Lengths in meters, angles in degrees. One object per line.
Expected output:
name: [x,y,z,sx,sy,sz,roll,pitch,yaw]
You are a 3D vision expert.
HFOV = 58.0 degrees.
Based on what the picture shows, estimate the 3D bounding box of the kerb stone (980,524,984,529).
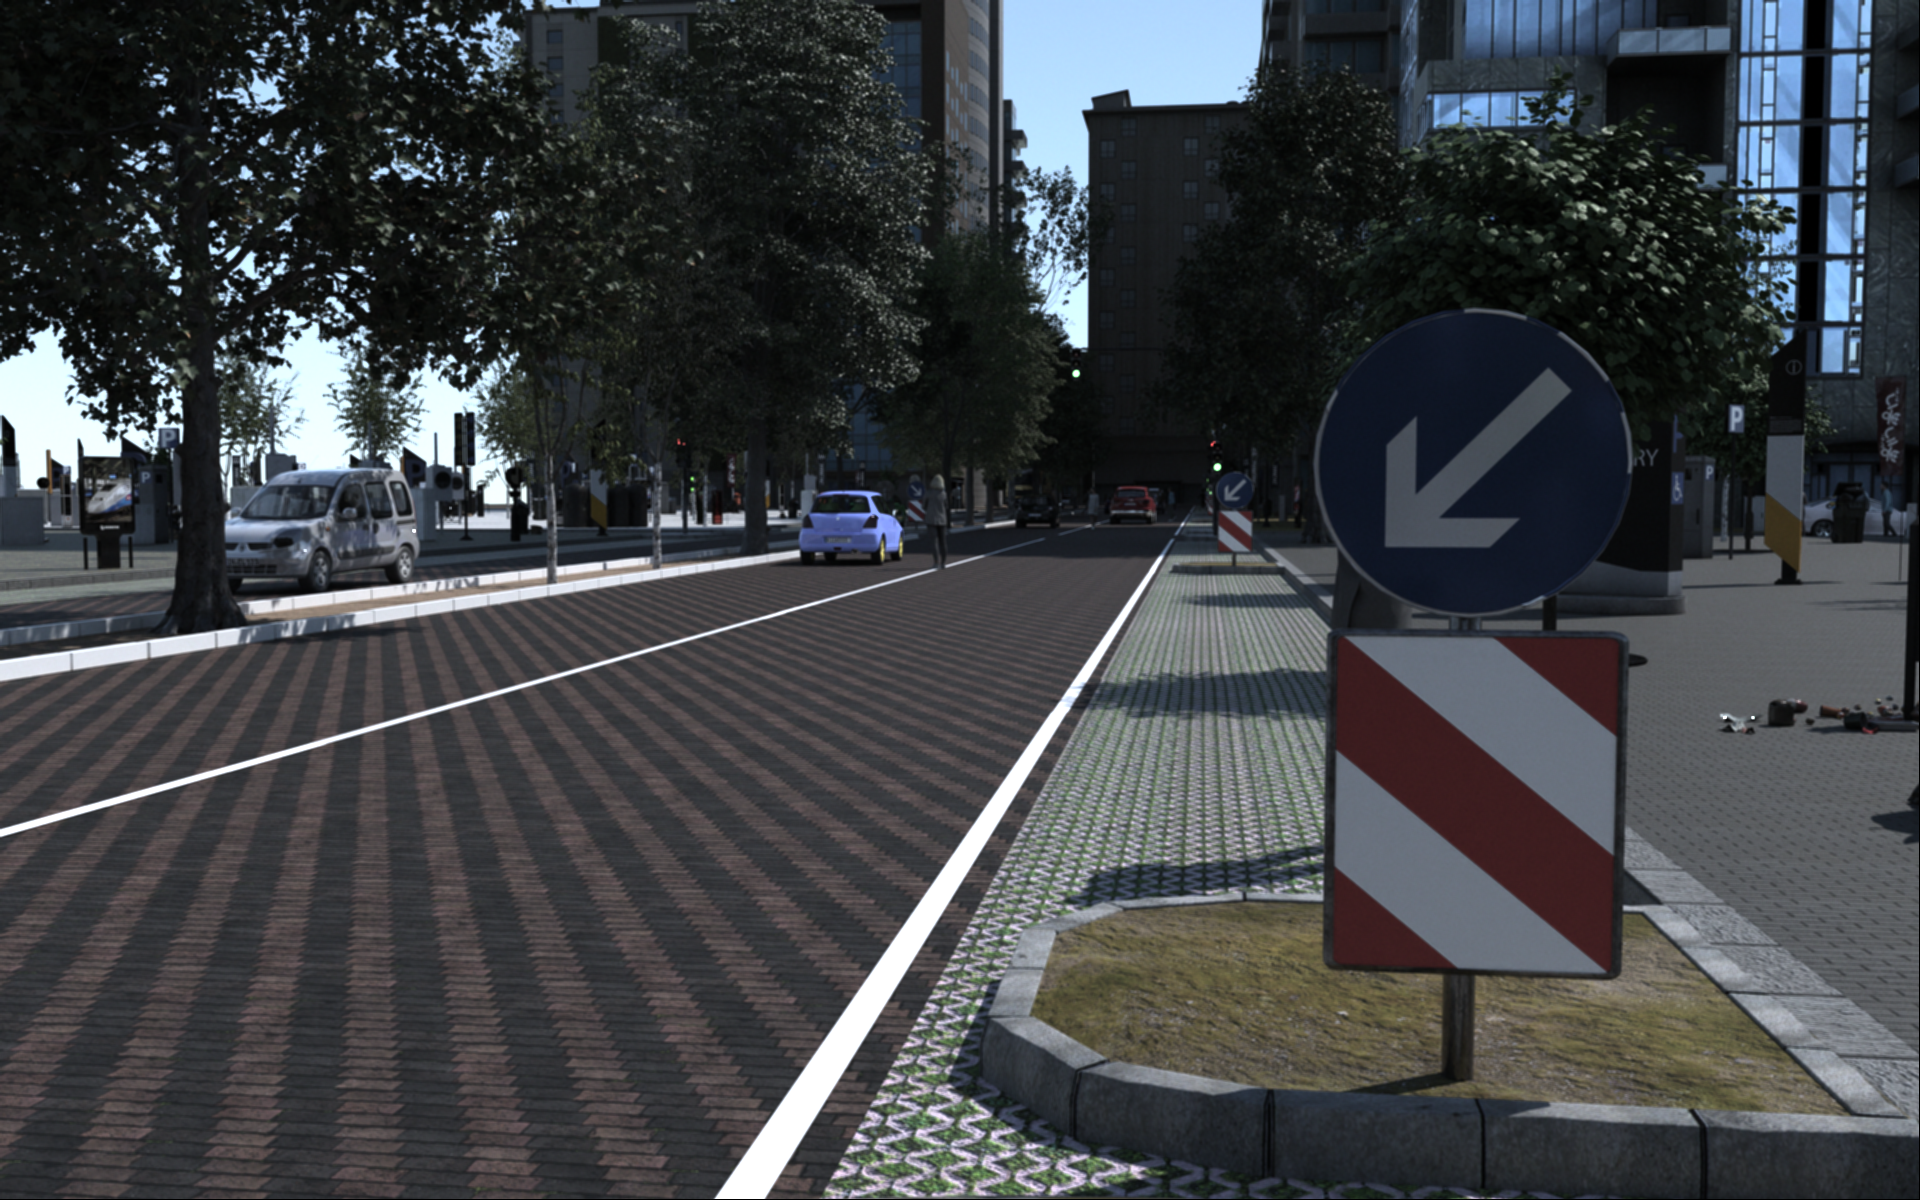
kerb stone: [0.738,-2.970,70.903,0.120,0.150,1.000,0,4,8]

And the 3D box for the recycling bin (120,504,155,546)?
recycling bin: [-20.619,-1.873,43.175,0.722,1.027,0.722,1,4,21]

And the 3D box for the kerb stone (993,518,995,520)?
kerb stone: [1.636,-4.297,92.476,0.120,0.150,1.000,0,4,8]

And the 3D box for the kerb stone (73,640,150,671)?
kerb stone: [-7.160,0.471,14.497,0.120,0.150,1.000,0,4,8]

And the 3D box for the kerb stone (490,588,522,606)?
kerb stone: [-6.018,-0.023,22.654,0.120,0.150,1.000,0,4,8]

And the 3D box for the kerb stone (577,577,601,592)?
kerb stone: [-5.594,-0.214,25.694,0.120,0.150,1.000,0,4,8]

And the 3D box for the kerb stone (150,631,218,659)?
kerb stone: [-7.016,0.410,15.530,0.120,0.150,1.000,0,4,8]

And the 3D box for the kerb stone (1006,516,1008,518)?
kerb stone: [2.486,-4.673,98.593,0.120,0.150,1.000,0,4,8]

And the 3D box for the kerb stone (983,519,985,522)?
kerb stone: [1.066,-4.051,88.424,0.120,0.150,1.000,0,4,8]

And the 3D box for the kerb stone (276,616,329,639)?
kerb stone: [-6.732,0.283,17.571,0.120,0.150,1.000,0,4,8]

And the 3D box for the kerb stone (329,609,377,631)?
kerb stone: [-6.584,0.227,18.591,0.120,0.150,1.000,0,4,8]

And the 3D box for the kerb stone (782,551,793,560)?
kerb stone: [-3.887,-0.955,37.871,0.120,0.150,1.000,0,4,8]

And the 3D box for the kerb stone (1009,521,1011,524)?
kerb stone: [2.161,-3.595,81.044,0.120,0.150,1.000,0,4,8]

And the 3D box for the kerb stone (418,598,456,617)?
kerb stone: [-6.304,0.098,20.622,0.120,0.150,1.000,0,4,8]

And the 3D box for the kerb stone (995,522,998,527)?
kerb stone: [1.447,-3.288,75.975,0.120,0.150,1.000,0,4,8]

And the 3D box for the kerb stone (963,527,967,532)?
kerb stone: [0.032,-2.665,65.811,0.120,0.150,1.000,0,4,8]

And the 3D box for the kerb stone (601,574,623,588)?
kerb stone: [-5.454,-0.276,26.707,0.120,0.150,1.000,0,4,8]

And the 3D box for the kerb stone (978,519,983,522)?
kerb stone: [0.926,-3.987,87.411,0.120,0.150,1.000,0,4,8]

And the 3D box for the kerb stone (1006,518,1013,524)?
kerb stone: [2.302,-3.661,82.058,0.120,0.150,1.000,0,4,8]

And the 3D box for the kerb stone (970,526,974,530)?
kerb stone: [0.308,-2.792,67.853,0.120,0.150,1.000,0,4,8]

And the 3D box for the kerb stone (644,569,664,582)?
kerb stone: [-5.171,-0.397,28.732,0.120,0.150,1.000,0,4,8]

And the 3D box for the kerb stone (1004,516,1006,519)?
kerb stone: [2.349,-4.607,97.571,0.120,0.150,1.000,0,4,8]

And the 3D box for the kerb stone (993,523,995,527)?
kerb stone: [1.304,-3.227,74.963,0.120,0.150,1.000,0,4,8]

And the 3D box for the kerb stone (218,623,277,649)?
kerb stone: [-6.870,0.346,16.546,0.120,0.150,1.000,0,4,8]

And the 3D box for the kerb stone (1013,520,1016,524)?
kerb stone: [2.444,-3.723,83.071,0.120,0.150,1.000,0,4,8]

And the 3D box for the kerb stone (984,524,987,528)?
kerb stone: [0.875,-3.035,71.917,0.120,0.150,1.000,0,4,8]

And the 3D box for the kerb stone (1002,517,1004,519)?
kerb stone: [2.199,-4.547,96.546,0.120,0.150,1.000,0,4,8]

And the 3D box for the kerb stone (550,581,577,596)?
kerb stone: [-5.732,-0.150,24.680,0.120,0.150,1.000,0,4,8]

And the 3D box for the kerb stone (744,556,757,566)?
kerb stone: [-4.312,-0.773,34.831,0.120,0.150,1.000,0,4,8]

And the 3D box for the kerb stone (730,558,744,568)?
kerb stone: [-4.454,-0.711,33.819,0.120,0.150,1.000,0,4,8]

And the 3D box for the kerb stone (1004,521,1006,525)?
kerb stone: [1.865,-3.475,79.017,0.120,0.150,1.000,0,4,8]

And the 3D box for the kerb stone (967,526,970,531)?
kerb stone: [0.160,-2.730,66.828,0.120,0.150,1.000,0,4,8]

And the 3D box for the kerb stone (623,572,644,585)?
kerb stone: [-5.311,-0.338,27.719,0.120,0.150,1.000,0,4,8]

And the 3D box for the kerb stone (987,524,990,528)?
kerb stone: [1.029,-3.103,72.934,0.120,0.150,1.000,0,4,8]

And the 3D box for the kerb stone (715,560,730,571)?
kerb stone: [-4.591,-0.644,32.807,0.120,0.150,1.000,0,4,8]

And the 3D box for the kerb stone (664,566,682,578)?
kerb stone: [-5.027,-0.462,29.750,0.120,0.150,1.000,0,4,8]

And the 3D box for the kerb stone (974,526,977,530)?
kerb stone: [0.453,-2.854,68.864,0.120,0.150,1.000,0,4,8]

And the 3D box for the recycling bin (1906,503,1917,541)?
recycling bin: [26.582,-2.146,47.641,0.722,1.027,0.722,-1,4,-16]

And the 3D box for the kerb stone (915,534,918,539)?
kerb stone: [-1.469,-2.013,55.110,0.120,0.150,1.000,0,4,8]

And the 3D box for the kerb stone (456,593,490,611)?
kerb stone: [-6.159,0.034,21.633,0.120,0.150,1.000,0,4,8]

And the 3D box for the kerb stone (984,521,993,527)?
kerb stone: [1.161,-3.165,73.948,0.120,0.150,1.000,0,4,8]

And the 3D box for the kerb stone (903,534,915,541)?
kerb stone: [-1.620,-1.950,54.099,0.120,0.150,1.000,0,4,8]

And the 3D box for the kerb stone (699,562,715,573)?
kerb stone: [-4.738,-0.586,31.778,0.120,0.150,1.000,0,4,8]

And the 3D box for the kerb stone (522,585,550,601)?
kerb stone: [-5.879,-0.090,23.669,0.120,0.150,1.000,0,4,8]

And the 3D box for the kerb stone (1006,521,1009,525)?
kerb stone: [2.015,-3.537,80.028,0.120,0.150,1.000,0,4,8]

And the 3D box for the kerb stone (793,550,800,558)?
kerb stone: [-3.750,-1.018,38.883,0.120,0.150,1.000,0,4,8]

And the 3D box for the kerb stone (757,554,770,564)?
kerb stone: [-4.170,-0.828,35.844,0.120,0.150,1.000,0,4,8]

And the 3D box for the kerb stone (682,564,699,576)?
kerb stone: [-4.884,-0.524,30.767,0.120,0.150,1.000,0,4,8]

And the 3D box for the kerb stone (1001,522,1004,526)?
kerb stone: [1.731,-3.413,78.004,0.120,0.150,1.000,0,4,8]

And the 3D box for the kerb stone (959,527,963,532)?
kerb stone: [-0.123,-2.605,64.793,0.120,0.150,1.000,0,4,8]

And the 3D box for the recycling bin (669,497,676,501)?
recycling bin: [-23.622,-7.865,141.151,0.722,1.027,0.722,2,4,31]

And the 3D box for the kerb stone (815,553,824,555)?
kerb stone: [-3.321,-1.202,41.920,0.120,0.150,1.000,0,4,8]

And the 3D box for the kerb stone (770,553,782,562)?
kerb stone: [-4.025,-0.897,36.858,0.120,0.150,1.000,0,4,8]

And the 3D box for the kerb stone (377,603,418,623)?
kerb stone: [-6.448,0.158,19.608,0.120,0.150,1.000,0,4,8]

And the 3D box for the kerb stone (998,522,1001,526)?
kerb stone: [1.592,-3.351,76.991,0.120,0.150,1.000,0,4,8]

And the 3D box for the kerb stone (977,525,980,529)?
kerb stone: [0.592,-2.916,69.877,0.120,0.150,1.000,0,4,8]

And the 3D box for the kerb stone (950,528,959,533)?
kerb stone: [-0.258,-2.543,63.778,0.120,0.150,1.000,0,4,8]

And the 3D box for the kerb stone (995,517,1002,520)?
kerb stone: [2.069,-4.485,95.532,0.120,0.150,1.000,0,4,8]

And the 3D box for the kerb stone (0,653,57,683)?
kerb stone: [-7.304,0.533,13.485,0.120,0.150,1.000,0,4,8]
